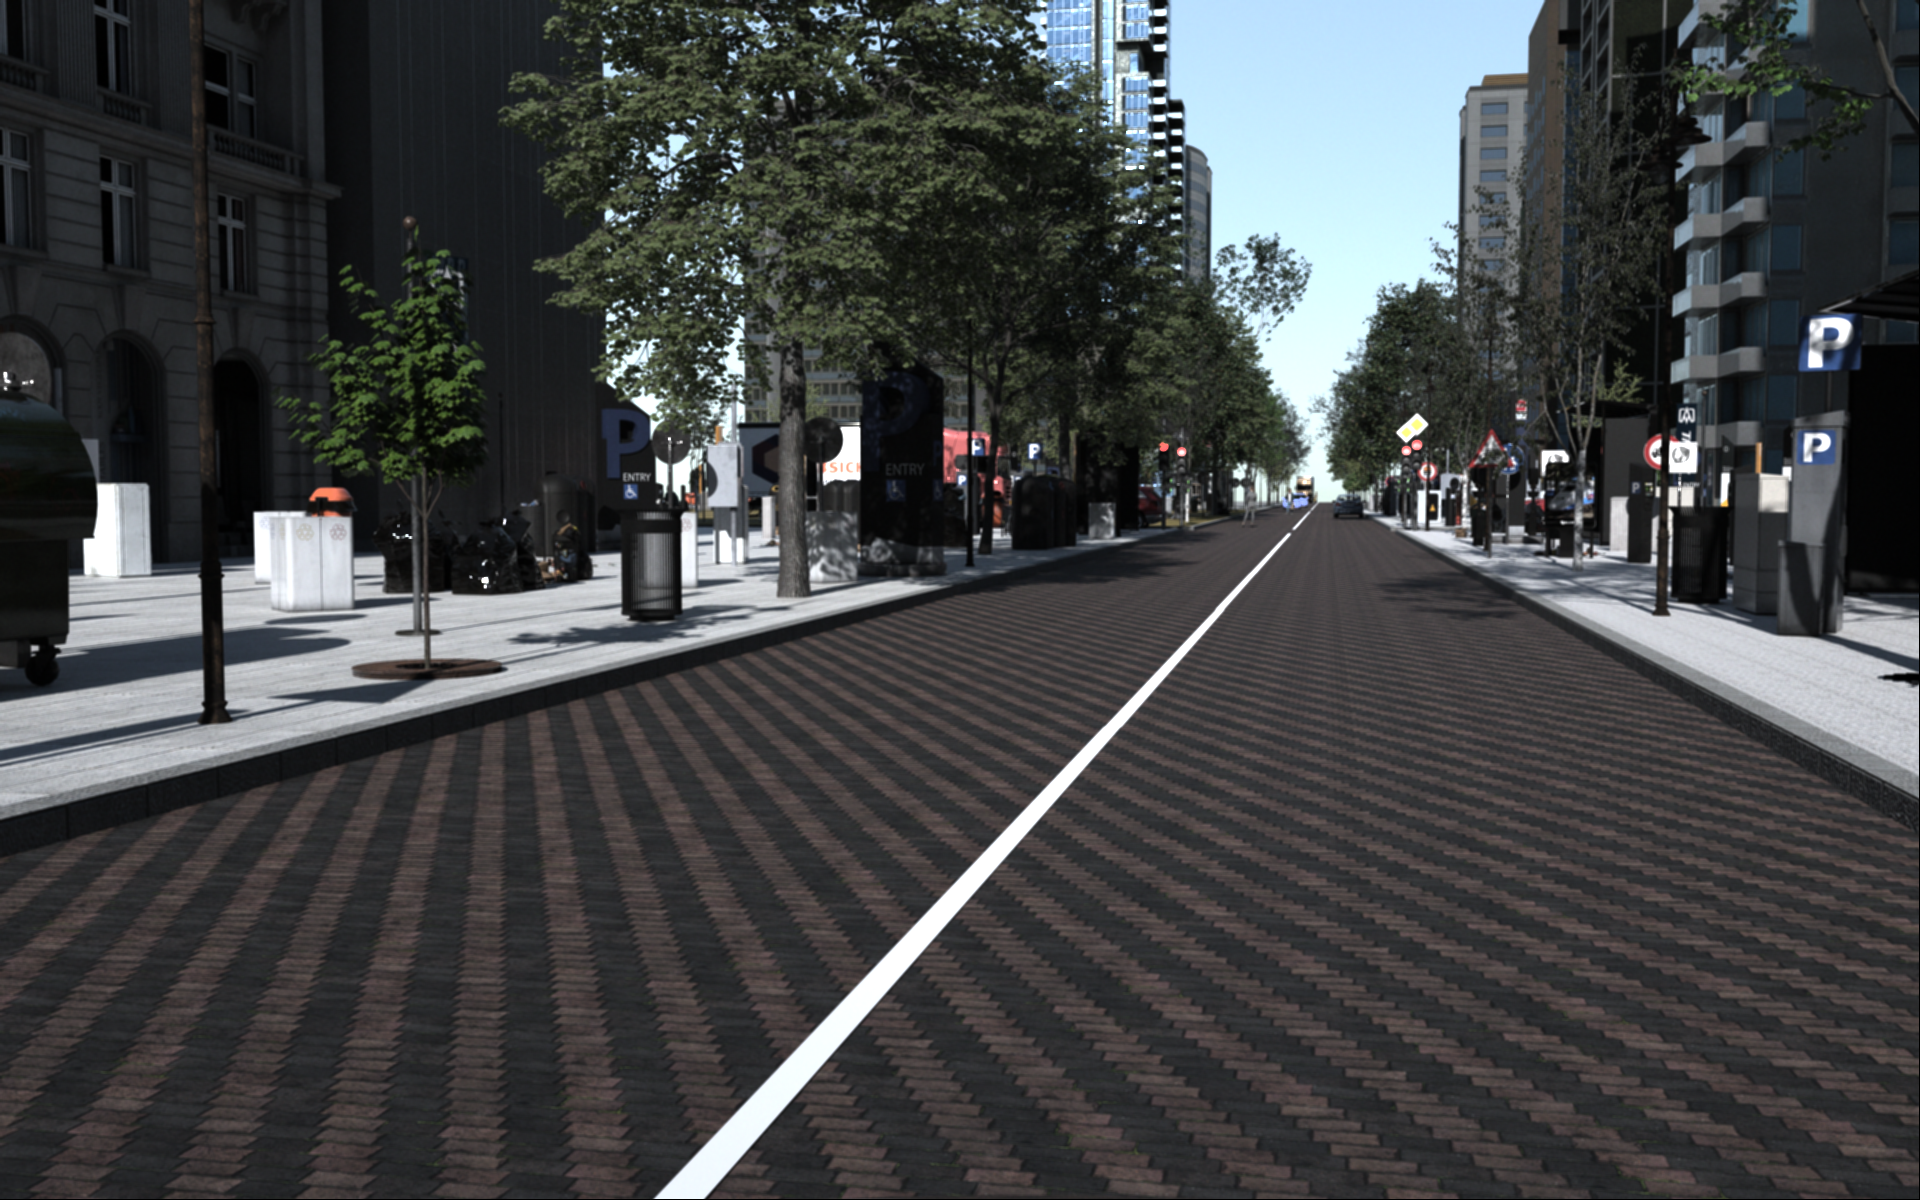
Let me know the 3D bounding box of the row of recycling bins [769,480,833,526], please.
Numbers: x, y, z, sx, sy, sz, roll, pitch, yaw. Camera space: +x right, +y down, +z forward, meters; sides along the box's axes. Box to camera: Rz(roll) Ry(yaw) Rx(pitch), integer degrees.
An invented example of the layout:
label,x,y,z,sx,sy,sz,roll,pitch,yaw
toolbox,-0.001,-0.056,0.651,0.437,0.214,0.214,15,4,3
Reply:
label,x,y,z,sx,sy,sz,roll,pitch,yaw
row of recycling bins,-5.424,-3.305,61.145,3.534,1.692,1.069,3,5,42

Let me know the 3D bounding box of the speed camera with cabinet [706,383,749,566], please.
label,x,y,z,sx,sy,sz,roll,pitch,yaw
speed camera with cabinet,-4.234,-2.278,31.575,0.660,3.252,2.038,0,4,-2

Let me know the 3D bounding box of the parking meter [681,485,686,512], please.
label,x,y,z,sx,sy,sz,roll,pitch,yaw
parking meter,-17.890,-6.500,111.983,0.255,1.863,0.399,0,4,-2

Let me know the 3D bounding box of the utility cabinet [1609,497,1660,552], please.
label,x,y,z,sx,sy,sz,roll,pitch,yaw
utility cabinet,15.141,-1.694,38.853,1.020,1.237,0.306,2,4,32

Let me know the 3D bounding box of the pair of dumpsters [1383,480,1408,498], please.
label,x,y,z,sx,sy,sz,roll,pitch,yaw
pair of dumpsters,29.282,-6.959,116.280,1.574,2.255,4.437,1,4,12

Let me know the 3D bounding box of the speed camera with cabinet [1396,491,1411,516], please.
label,x,y,z,sx,sy,sz,roll,pitch,yaw
speed camera with cabinet,26.118,-6.430,99.466,2.038,3.252,0.660,1,4,14

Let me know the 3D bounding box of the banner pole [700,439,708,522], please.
label,x,y,z,sx,sy,sz,roll,pitch,yaw
banner pole,-11.597,-5.464,79.356,0.401,3.779,0.863,2,4,32

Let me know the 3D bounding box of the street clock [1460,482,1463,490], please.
label,x,y,z,sx,sy,sz,roll,pitch,yaw
street clock,31.066,-6.301,107.593,0.358,2.002,0.471,0,4,7

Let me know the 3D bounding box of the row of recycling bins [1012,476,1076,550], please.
label,x,y,z,sx,sy,sz,roll,pitch,yaw
row of recycling bins,1.987,-2.093,41.331,1.069,1.692,3.534,1,4,18

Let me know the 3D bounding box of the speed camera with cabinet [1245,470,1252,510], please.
label,x,y,z,sx,sy,sz,roll,pitch,yaw
speed camera with cabinet,23.095,-8.842,138.905,0.660,3.252,2.038,1,4,9

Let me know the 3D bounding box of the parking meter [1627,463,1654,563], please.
label,x,y,z,sx,sy,sz,roll,pitch,yaw
parking meter,12.629,-1.616,32.126,0.255,1.863,0.399,-2,4,-26

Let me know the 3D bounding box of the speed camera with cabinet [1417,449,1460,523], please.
label,x,y,z,sx,sy,sz,roll,pitch,yaw
speed camera with cabinet,21.089,-5.016,76.347,2.038,3.252,0.660,-2,4,-27

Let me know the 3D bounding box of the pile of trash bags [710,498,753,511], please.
label,x,y,z,sx,sy,sz,roll,pitch,yaw
pile of trash bags,-17.872,-7.674,135.219,3.447,1.369,1.912,0,4,5

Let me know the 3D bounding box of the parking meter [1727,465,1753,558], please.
label,x,y,z,sx,sy,sz,roll,pitch,yaw
parking meter,15.494,-1.757,34.436,0.399,1.863,0.255,0,4,4

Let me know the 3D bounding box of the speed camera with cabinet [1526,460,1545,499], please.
label,x,y,z,sx,sy,sz,roll,pitch,yaw
speed camera with cabinet,33.998,-6.552,101.459,2.038,3.252,0.660,-3,4,-38

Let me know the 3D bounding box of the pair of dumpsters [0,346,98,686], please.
label,x,y,z,sx,sy,sz,roll,pitch,yaw
pair of dumpsters,-6.947,-0.437,9.633,1.574,2.255,4.437,1,4,12

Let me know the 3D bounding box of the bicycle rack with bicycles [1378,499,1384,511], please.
label,x,y,z,sx,sy,sz,roll,pitch,yaw
bicycle rack with bicycles,32.745,-7.264,132.140,2.925,0.926,2.852,-2,4,-30

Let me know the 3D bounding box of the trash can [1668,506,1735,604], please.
label,x,y,z,sx,sy,sz,roll,pitch,yaw
trash can,8.710,-0.534,20.393,0.748,1.137,0.748,0,3,0

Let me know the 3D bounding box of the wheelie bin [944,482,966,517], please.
label,x,y,z,sx,sy,sz,roll,pitch,yaw
wheelie bin,-0.234,-2.380,46.820,0.693,1.594,0.980,2,4,30

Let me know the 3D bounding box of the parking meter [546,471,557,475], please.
label,x,y,z,sx,sy,sz,roll,pitch,yaw
parking meter,-10.477,-2.369,44.447,0.255,1.863,0.399,-1,4,-17

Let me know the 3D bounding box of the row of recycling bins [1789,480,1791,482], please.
label,x,y,z,sx,sy,sz,roll,pitch,yaw
row of recycling bins,20.680,-2.183,42.809,1.069,1.692,3.534,-2,4,-33

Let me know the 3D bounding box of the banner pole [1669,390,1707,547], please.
label,x,y,z,sx,sy,sz,roll,pitch,yaw
banner pole,17.755,-3.178,41.980,0.863,3.779,0.401,1,4,10

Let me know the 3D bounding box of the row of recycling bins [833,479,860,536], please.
label,x,y,z,sx,sy,sz,roll,pitch,yaw
row of recycling bins,-1.958,-2.663,50.648,3.534,1.692,1.069,3,4,38

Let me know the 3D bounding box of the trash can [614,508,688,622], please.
label,x,y,z,sx,sy,sz,roll,pitch,yaw
trash can,-3.133,-0.363,17.588,0.748,1.137,0.748,0,3,0

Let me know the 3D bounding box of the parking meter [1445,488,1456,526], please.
label,x,y,z,sx,sy,sz,roll,pitch,yaw
parking meter,19.458,-3.687,68.700,0.372,1.533,0.369,0,3,0

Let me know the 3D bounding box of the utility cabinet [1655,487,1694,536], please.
label,x,y,z,sx,sy,sz,roll,pitch,yaw
utility cabinet,21.647,-2.687,52.617,1.173,1.500,0.318,2,4,27

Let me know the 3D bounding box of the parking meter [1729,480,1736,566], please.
label,x,y,z,sx,sy,sz,roll,pitch,yaw
parking meter,13.934,-1.373,30.865,0.372,1.533,0.369,0,3,0

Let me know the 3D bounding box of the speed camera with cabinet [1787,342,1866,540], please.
label,x,y,z,sx,sy,sz,roll,pitch,yaw
speed camera with cabinet,11.372,-1.766,23.207,0.660,3.252,2.038,-1,4,-12

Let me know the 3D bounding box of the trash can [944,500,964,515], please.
label,x,y,z,sx,sy,sz,roll,pitch,yaw
trash can,-0.241,-2.015,44.592,0.748,1.137,0.748,0,3,0

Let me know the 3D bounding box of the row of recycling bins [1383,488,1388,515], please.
label,x,y,z,sx,sy,sz,roll,pitch,yaw
row of recycling bins,26.274,-6.011,105.391,1.069,1.692,3.534,1,4,13

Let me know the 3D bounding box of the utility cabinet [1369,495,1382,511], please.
label,x,y,z,sx,sy,sz,roll,pitch,yaw
utility cabinet,32.446,-7.585,135.169,0.306,1.237,1.020,-3,5,-40

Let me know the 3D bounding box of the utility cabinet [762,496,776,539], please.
label,x,y,z,sx,sy,sz,roll,pitch,yaw
utility cabinet,-5.537,-2.382,50.115,0.306,1.237,1.020,0,4,0

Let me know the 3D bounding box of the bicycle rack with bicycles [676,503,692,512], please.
label,x,y,z,sx,sy,sz,roll,pitch,yaw
bicycle rack with bicycles,-20.351,-6.565,120.724,2.925,0.926,2.852,0,4,4

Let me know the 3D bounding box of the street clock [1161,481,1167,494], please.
label,x,y,z,sx,sy,sz,roll,pitch,yaw
street clock,11.550,-5.720,98.084,0.358,2.002,0.471,1,4,20

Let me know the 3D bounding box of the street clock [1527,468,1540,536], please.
label,x,y,z,sx,sy,sz,roll,pitch,yaw
street clock,15.944,-2.668,48.194,0.358,2.002,0.471,1,4,9

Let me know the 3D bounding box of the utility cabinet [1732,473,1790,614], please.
label,x,y,z,sx,sy,sz,roll,pitch,yaw
utility cabinet,8.695,-0.619,18.800,0.318,1.500,1.173,1,4,13

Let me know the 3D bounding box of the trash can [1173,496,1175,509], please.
label,x,y,z,sx,sy,sz,roll,pitch,yaw
trash can,15.528,-6.832,123.357,0.748,1.137,0.748,0,3,0

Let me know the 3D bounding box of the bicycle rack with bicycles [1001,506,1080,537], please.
label,x,y,z,sx,sy,sz,roll,pitch,yaw
bicycle rack with bicycles,2.353,-2.396,52.555,2.852,0.926,2.925,0,4,6

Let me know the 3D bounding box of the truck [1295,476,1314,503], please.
label,x,y,z,sx,sy,sz,roll,pitch,yaw
truck,55.373,-17.684,278.044,2.839,4.237,11.283,1,4,13

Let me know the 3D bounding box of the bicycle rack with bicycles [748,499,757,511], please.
label,x,y,z,sx,sy,sz,roll,pitch,yaw
bicycle rack with bicycles,-15.910,-7.060,128.817,2.852,0.926,2.925,-3,5,-42

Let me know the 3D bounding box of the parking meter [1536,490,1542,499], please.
label,x,y,z,sx,sy,sz,roll,pitch,yaw
parking meter,39.706,-6.748,118.735,0.372,1.533,0.369,0,3,0

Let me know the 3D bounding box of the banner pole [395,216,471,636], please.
label,x,y,z,sx,sy,sz,roll,pitch,yaw
banner pole,-4.818,-1.584,15.910,0.401,3.779,0.863,3,4,37

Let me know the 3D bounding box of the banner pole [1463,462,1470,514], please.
label,x,y,z,sx,sy,sz,roll,pitch,yaw
banner pole,32.919,-7.519,112.956,0.401,3.779,0.863,-3,4,-39

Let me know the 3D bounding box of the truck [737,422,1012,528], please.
label,x,y,z,sx,sy,sz,roll,pitch,yaw
truck,-2.964,-4.838,68.009,11.283,4.237,2.839,1,4,11

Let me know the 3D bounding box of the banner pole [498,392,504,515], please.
label,x,y,z,sx,sy,sz,roll,pitch,yaw
banner pole,-11.243,-3.212,42.537,0.401,3.779,0.863,-1,4,-15

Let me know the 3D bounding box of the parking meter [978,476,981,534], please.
label,x,y,z,sx,sy,sz,roll,pitch,yaw
parking meter,0.513,-3.080,56.072,0.255,1.863,0.399,1,4,10

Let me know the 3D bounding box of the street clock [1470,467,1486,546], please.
label,x,y,z,sx,sy,sz,roll,pitch,yaw
street clock,12.833,-2.339,42.812,0.471,2.002,0.358,-3,5,-41

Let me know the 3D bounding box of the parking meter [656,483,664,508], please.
label,x,y,z,sx,sy,sz,roll,pitch,yaw
parking meter,-15.813,-5.225,91.147,0.255,1.863,0.399,3,5,40

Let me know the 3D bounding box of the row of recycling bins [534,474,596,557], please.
label,x,y,z,sx,sy,sz,roll,pitch,yaw
row of recycling bins,-8.400,-1.813,36.754,1.069,1.692,3.534,0,4,-4

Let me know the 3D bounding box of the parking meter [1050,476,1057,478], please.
label,x,y,z,sx,sy,sz,roll,pitch,yaw
parking meter,3.106,-3.148,57.188,0.255,1.863,0.399,1,4,14

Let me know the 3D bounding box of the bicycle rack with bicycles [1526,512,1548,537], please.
label,x,y,z,sx,sy,sz,roll,pitch,yaw
bicycle rack with bicycles,17.984,-2.243,50.057,2.925,0.926,2.852,1,4,23

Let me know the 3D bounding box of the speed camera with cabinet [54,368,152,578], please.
label,x,y,z,sx,sy,sz,roll,pitch,yaw
speed camera with cabinet,-13.498,-2.002,27.071,2.038,3.252,0.660,2,4,34

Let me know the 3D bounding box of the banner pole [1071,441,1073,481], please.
label,x,y,z,sx,sy,sz,roll,pitch,yaw
banner pole,5.463,-5.602,81.608,0.863,3.779,0.401,3,4,36
